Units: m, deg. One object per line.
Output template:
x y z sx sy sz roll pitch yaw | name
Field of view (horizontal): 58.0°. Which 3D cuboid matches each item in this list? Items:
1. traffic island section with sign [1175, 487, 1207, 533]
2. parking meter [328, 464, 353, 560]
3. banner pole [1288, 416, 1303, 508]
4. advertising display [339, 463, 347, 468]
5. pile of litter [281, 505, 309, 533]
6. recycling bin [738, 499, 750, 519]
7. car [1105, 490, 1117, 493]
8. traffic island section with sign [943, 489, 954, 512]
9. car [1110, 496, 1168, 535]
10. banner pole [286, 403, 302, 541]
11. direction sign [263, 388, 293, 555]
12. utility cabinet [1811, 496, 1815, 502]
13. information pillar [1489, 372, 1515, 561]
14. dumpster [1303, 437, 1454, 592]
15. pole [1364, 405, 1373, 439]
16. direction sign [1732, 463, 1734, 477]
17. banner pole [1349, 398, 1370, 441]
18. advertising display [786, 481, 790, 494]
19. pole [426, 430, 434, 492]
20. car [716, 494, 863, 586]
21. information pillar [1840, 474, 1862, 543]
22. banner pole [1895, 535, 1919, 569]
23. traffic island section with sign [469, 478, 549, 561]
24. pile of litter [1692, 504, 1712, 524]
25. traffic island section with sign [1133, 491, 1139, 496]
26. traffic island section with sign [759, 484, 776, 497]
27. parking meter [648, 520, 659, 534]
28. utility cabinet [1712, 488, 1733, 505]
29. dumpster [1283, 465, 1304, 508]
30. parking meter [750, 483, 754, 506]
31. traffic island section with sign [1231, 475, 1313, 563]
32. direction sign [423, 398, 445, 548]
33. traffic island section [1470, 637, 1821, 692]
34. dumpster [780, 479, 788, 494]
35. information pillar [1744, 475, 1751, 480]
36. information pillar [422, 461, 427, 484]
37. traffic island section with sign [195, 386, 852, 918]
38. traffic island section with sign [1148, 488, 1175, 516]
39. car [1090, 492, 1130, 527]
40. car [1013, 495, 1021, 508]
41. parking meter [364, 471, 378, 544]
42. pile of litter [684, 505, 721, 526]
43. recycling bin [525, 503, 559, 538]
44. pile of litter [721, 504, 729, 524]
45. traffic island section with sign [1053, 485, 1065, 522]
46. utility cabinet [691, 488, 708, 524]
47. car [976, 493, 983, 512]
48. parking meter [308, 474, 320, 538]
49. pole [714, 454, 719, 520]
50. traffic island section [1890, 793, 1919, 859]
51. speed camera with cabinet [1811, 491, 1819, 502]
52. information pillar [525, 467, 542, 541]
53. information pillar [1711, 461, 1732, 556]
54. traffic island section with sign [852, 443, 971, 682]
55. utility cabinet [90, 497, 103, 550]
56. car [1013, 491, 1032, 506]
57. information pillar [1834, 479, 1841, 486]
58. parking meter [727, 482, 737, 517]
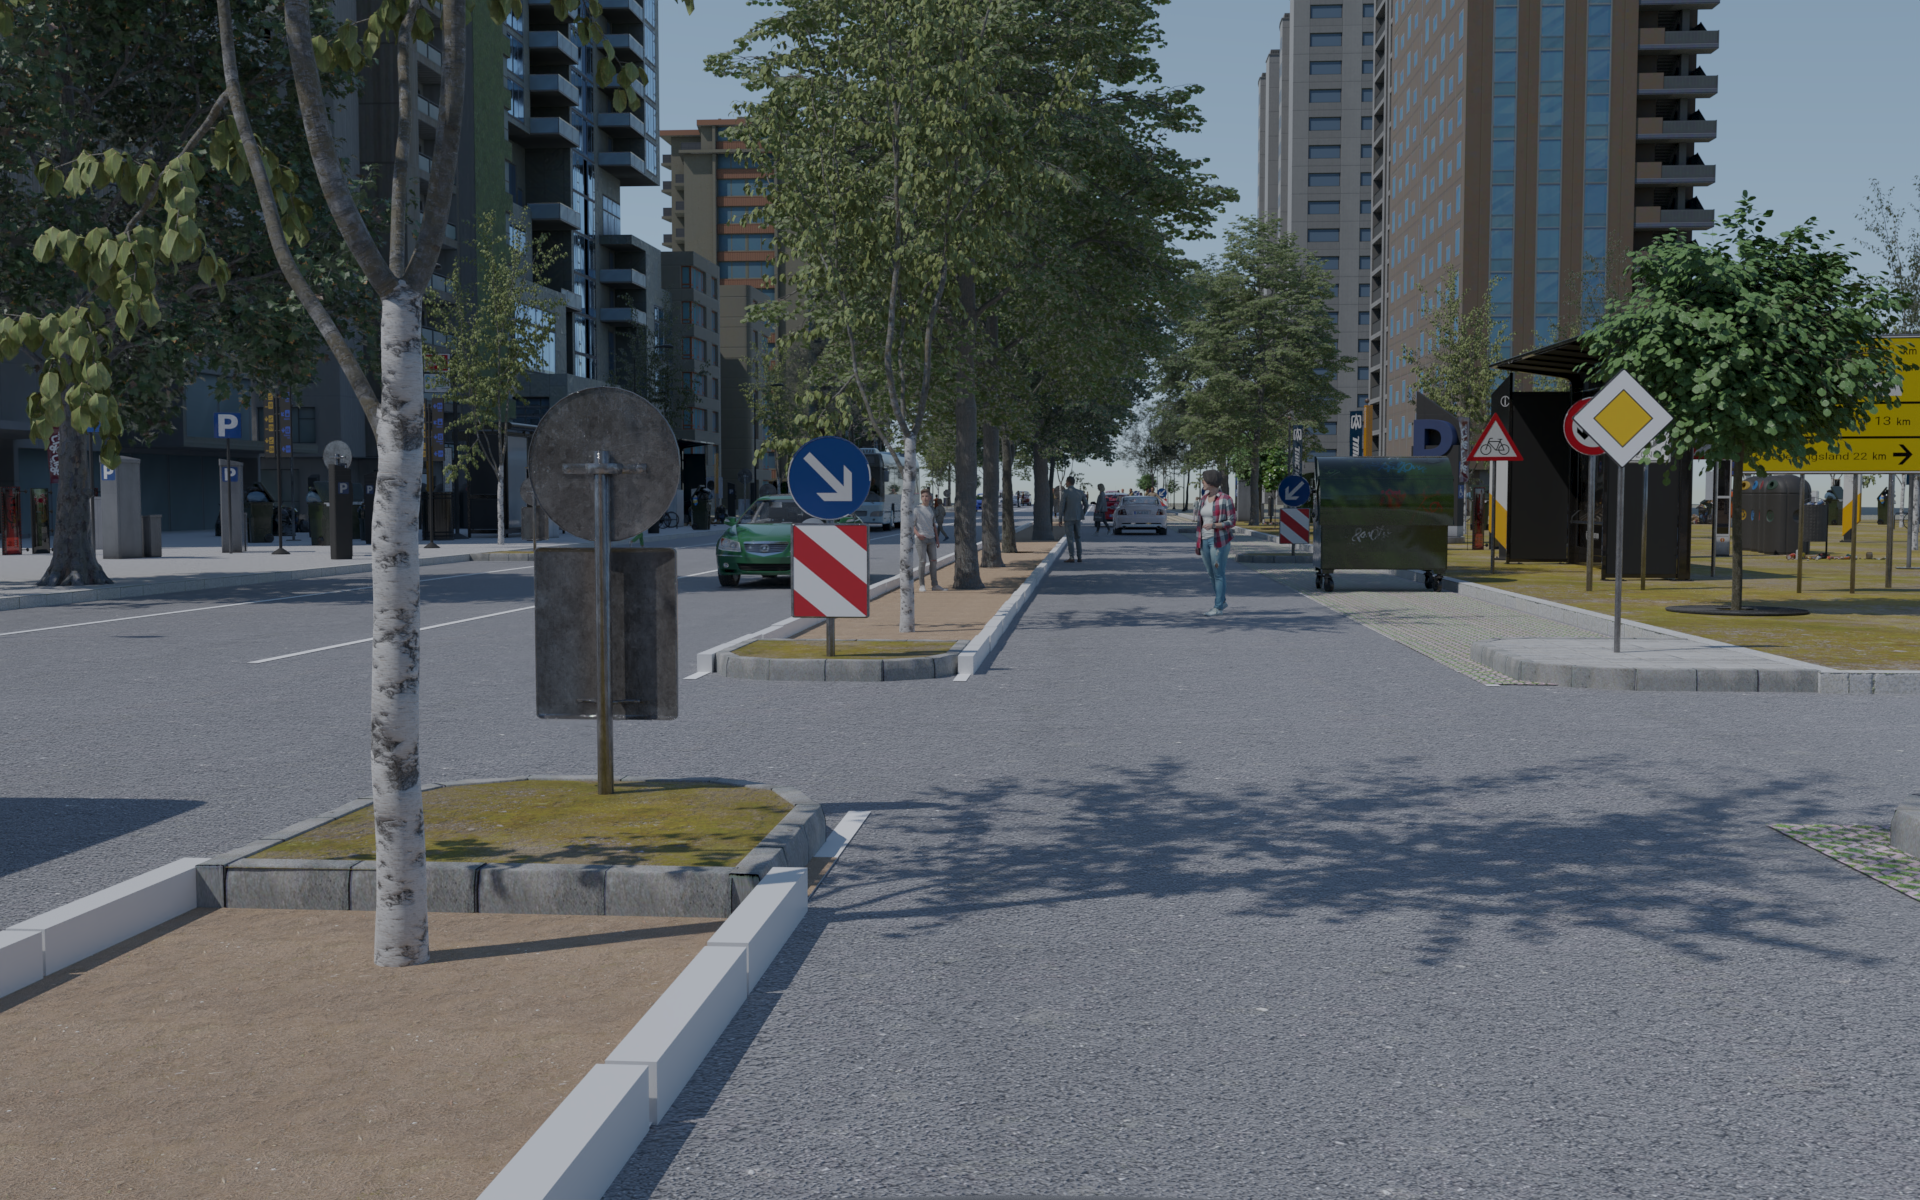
9.053 -3.371 63.745 1.989 1.847 2.006 0 4 5 | traffic island section with sign
-12.132 -1.728 33.963 0.255 1.863 0.399 3 5 42 | parking meter
10.657 -3.992 55.289 0.401 3.779 0.863 -2 4 -29 | banner pole
-12.783 -1.879 35.934 0.123 1.923 0.974 -1 4 -17 | advertising display
-22.310 -2.684 57.851 1.719 0.858 1.176 0 4 -1 | pile of litter
-10.986 -4.676 89.006 0.722 1.027 0.722 -1 4 -15 | recycling bin
15.673 -10.374 178.292 2.281 1.827 5.304 0 4 3 | car
-1.024 -8.151 141.891 1.989 1.847 2.006 0 4 5 | traffic island section with sign
6.433 -3.043 62.116 2.083 1.381 4.827 0 4 4 | car
-18.227 -3.500 47.248 0.401 3.779 0.863 -1 4 -19 | banner pole
-14.448 -2.737 36.742 0.876 3.537 0.379 2 4 31 | direction sign
28.700 -2.927 59.017 0.306 1.237 1.020 0 4 -6 | utility cabinet
10.484 -2.577 33.495 0.183 3.616 0.504 -3 4 -37 | information pillar
6.182 -1.259 25.536 1.985 2.255 1.502 0 4 6 | dumpster
9.362 -2.811 39.798 0.158 3.312 0.155 0 3 0 | pole
34.309 -5.247 77.783 0.876 3.537 0.379 1 4 17 | direction sign
10.535 -3.401 45.626 0.401 3.779 0.863 -2 4 -31 | banner pole
-8.391 -4.939 85.960 0.123 1.923 0.974 1 4 16 | advertising display
-16.787 -3.732 54.860 0.158 3.312 0.155 0 3 0 | pole
-2.660 -1.011 28.327 2.131 1.459 4.920 0 4 7 | car
23.582 -3.327 45.754 0.183 3.616 0.504 -2 4 -29 | information pillar
16.394 -2.427 29.702 0.401 3.779 0.863 3 5 42 | banner pole
-9.468 -1.796 37.985 1.989 1.847 2.006 0 4 5 | traffic island section with sign
31.644 -3.646 73.573 1.176 0.858 1.719 -2 4 -30 | pile of litter
15.311 -8.075 140.648 1.989 1.847 2.006 0 4 5 | traffic island section with sign
-7.260 -3.452 65.076 1.989 1.847 2.006 0 4 5 | traffic island section with sign
-9.981 -2.934 56.385 0.372 1.533 0.369 0 3 0 | parking meter
29.958 -3.594 67.442 1.173 1.500 0.318 0 4 3 | utility cabinet
11.516 -3.326 56.868 1.502 2.255 1.985 0 4 4 | dumpster
-10.560 -5.048 88.250 0.255 1.863 0.399 -1 4 -12 | parking meter
6.851 -1.706 36.513 1.989 1.847 2.006 0 4 5 | traffic island section with sign
-12.520 -2.994 40.956 0.876 3.537 0.379 2 4 26 | direction sign
5.337 0.505 14.027 2.009 0.180 2.903 0 4 5 | traffic island section
-8.534 -5.264 88.565 1.502 2.255 1.985 0 4 5 | dumpster
35.887 -5.354 78.889 0.504 3.616 0.183 -3 4 -38 | information pillar
-22.256 -4.916 71.735 0.183 3.616 0.504 2 4 32 | information pillar
-1.574 0.081 6.815 2.006 1.907 1.989 0 4 5 | traffic island section with sign
13.102 -6.413 113.479 1.989 1.847 2.006 0 4 5 | traffic island section with sign
6.820 -4.115 76.318 2.155 1.783 4.494 0 4 4 | car
5.577 -10.627 186.108 2.083 1.381 4.827 0 4 3 | car
-15.059 -2.368 44.434 0.399 1.863 0.255 1 4 21 | parking meter
-10.591 -3.397 69.505 1.719 0.858 1.176 0 4 -5 | pile of litter
-12.201 -2.326 50.586 0.722 1.027 0.722 1 4 18 | recycling bin
-10.393 -3.639 73.456 1.176 0.858 1.719 2 4 28 | pile of litter
5.112 -4.951 89.090 2.006 1.907 1.989 0 4 5 | traffic island section with sign
-11.285 -4.066 75.158 0.318 1.500 1.173 1 4 11 | utility cabinet
1.955 -7.940 139.405 1.945 1.707 3.694 0 4 4 | car
-19.087 -2.783 51.212 0.255 1.863 0.399 0 4 -3 | parking meter
-12.250 -5.705 87.117 0.158 3.312 0.155 0 3 0 | pole
4.690 0.992 6.068 2.009 0.180 2.903 0 4 5 | traffic island section
39.125 -5.312 81.183 2.038 3.252 0.660 2 4 33 | speed camera with cabinet
-11.652 -2.621 47.347 0.304 2.012 0.304 2 4 30 | information pillar
15.736 -1.914 35.780 0.304 2.012 0.304 1 4 11 | information pillar
-0.965 -0.371 14.197 2.006 1.907 1.989 0 4 5 | traffic island section with sign
-19.656 -1.781 40.273 1.020 1.237 0.306 -3 4 -39 | utility cabinet
7.524 -12.281 209.462 2.281 1.827 5.304 0 4 6 | car
42.329 -4.843 83.678 0.304 2.012 0.304 1 4 18 | information pillar
-10.940 -4.736 83.140 0.399 1.863 0.255 0 4 4 | parking meter
